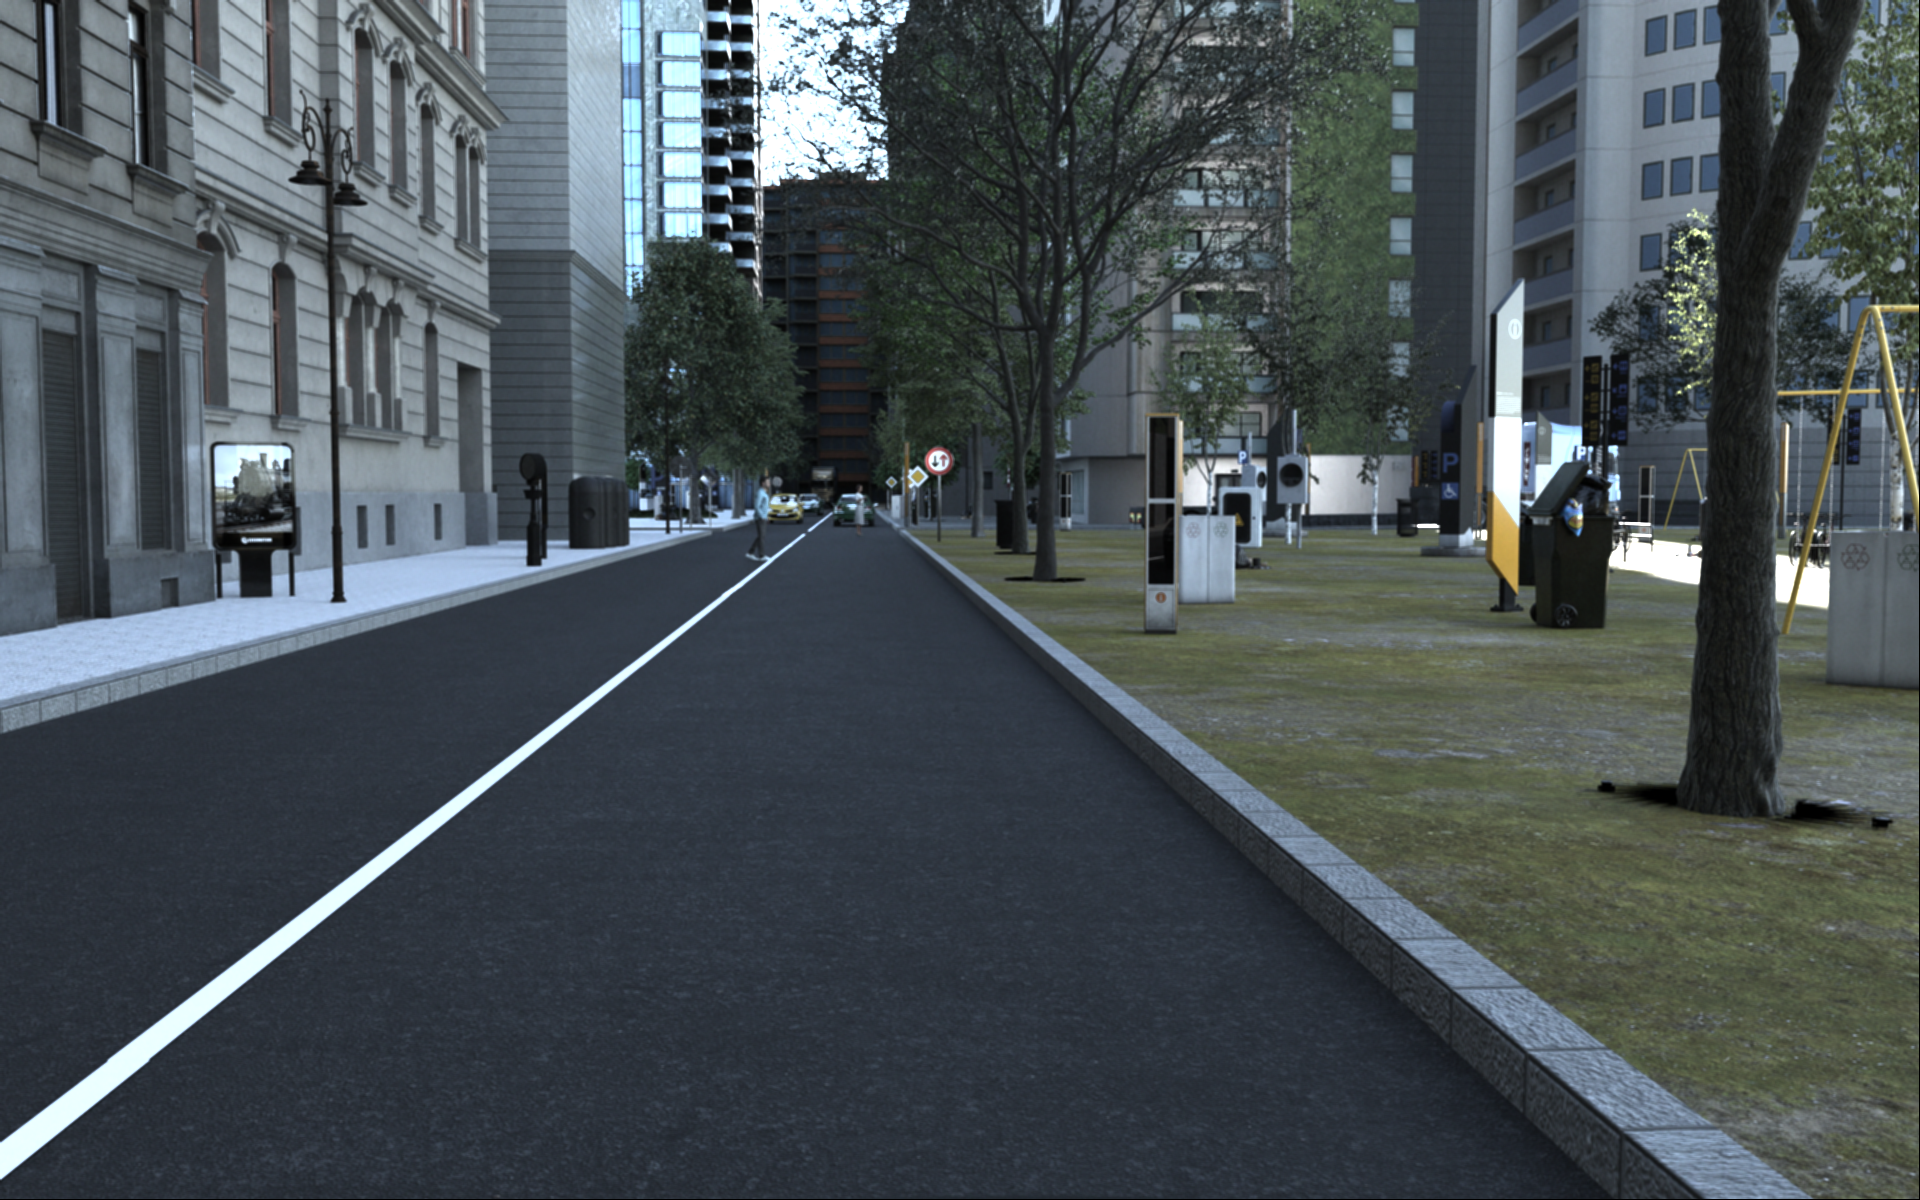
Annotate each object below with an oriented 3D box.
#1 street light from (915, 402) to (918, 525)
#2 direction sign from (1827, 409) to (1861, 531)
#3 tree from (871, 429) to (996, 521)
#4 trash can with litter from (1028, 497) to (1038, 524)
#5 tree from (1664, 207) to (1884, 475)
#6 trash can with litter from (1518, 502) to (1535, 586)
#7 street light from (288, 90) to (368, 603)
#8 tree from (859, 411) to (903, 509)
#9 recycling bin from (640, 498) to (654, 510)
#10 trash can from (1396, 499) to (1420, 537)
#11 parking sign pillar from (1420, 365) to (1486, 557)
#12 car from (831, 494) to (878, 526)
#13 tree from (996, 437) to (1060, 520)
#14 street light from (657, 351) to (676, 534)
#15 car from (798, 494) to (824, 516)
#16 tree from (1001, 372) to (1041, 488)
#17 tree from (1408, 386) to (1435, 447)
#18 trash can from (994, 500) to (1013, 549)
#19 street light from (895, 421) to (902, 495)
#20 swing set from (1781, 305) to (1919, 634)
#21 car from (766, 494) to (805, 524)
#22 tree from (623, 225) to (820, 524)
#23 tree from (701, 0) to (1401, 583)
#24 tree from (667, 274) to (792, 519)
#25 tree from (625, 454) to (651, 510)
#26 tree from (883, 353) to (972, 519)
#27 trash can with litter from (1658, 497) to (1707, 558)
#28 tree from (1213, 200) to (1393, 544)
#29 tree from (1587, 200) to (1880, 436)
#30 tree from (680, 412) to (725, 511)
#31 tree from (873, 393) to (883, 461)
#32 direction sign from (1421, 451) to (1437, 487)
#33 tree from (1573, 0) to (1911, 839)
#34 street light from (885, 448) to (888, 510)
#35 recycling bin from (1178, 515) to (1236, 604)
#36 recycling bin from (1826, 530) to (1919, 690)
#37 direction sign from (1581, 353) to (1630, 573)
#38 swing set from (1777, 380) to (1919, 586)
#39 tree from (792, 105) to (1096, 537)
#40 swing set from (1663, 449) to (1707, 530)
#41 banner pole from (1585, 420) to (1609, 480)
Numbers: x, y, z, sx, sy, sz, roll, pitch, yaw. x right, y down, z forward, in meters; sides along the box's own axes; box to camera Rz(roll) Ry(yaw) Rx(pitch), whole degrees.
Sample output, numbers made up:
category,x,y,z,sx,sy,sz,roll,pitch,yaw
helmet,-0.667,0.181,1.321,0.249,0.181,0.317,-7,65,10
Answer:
category,x,y,z,sx,sy,sz,roll,pitch,yaw
street light,-1.797,-6.025,71.302,0.468,5.910,1.993,0,4,-3
direction sign,23.577,-3.319,46.265,0.379,3.537,0.876,-3,4,-36
tree,-1.328,-6.029,82.293,4.285,4.588,4.351,0,3,0
trash can with litter,3.500,-3.877,74.781,1.055,1.170,0.624,-2,4,-24
tree,18.868,-5.595,41.841,4.360,8.622,3.978,0,3,0
trash can with litter,8.242,-0.789,24.293,1.055,1.170,0.624,2,4,32
street light,-7.382,-2.912,20.392,0.468,5.910,1.993,0,4,-3
tree,-6.569,-12.333,152.008,4.360,8.622,3.978,0,3,0
recycling bin,-18.977,-5.673,105.314,0.722,1.027,0.722,3,5,42
trash can,13.418,-2.462,51.912,0.748,1.137,0.748,0,3,0
parking sign pillar,10.287,-2.893,35.769,1.447,3.967,1.447,2,4,29
car,-4.764,-4.059,78.160,2.131,1.459,4.920,0,4,-2
tree,3.206,-6.279,86.367,4.285,4.588,4.351,0,3,0
street light,-9.468,-5.088,55.973,0.468,5.910,1.993,0,4,-3
car,-10.082,-6.332,115.326,2.131,1.459,4.920,0,4,-2
tree,4.640,-9.003,97.559,4.360,8.622,3.978,0,3,0
tree,20.764,-8.238,85.049,4.737,8.622,4.395,0,3,0
trash can,1.158,-1.768,40.561,0.748,1.137,0.748,0,3,0
street light,-3.827,-8.229,107.333,0.468,5.910,1.993,0,4,-3
swing set,9.063,-1.025,14.377,3.119,2.851,2.862,0,4,1
car,-8.538,-4.532,84.325,2.015,1.641,3.980,0,4,-3
tree,-11.506,-9.602,74.005,9.611,12.733,9.660,0,3,0
tree,1.376,-7.027,25.257,12.009,13.543,11.850,0,3,0
tree,-11.697,-10.490,89.633,7.486,12.596,7.792,0,3,0
tree,-26.313,-9.570,140.181,4.285,4.588,4.351,0,3,0
tree,-1.280,-8.423,88.080,4.737,8.622,4.395,0,3,0
trash can with litter,15.077,-1.483,35.313,1.678,1.210,2.233,2,4,26
tree,8.678,-5.744,44.271,4.360,8.622,3.978,0,3,0
tree,24.428,-7.333,54.308,8.767,10.594,7.601,0,3,0
tree,-17.131,-10.190,116.973,4.737,8.622,4.395,0,3,0
tree,-2.504,-8.928,96.341,4.737,8.622,4.395,0,3,0
direction sign,24.572,-6.041,90.763,0.876,3.537,0.379,-1,4,-11
tree,3.319,-4.950,6.684,9.928,11.665,9.643,0,3,0
street light,-6.074,-10.402,142.865,0.468,5.910,1.993,0,4,-3
recycling bin,2.800,-0.488,20.526,0.722,1.027,0.722,-1,4,-14
recycling bin,6.352,0.052,11.701,0.722,1.027,0.722,3,5,43
direction sign,10.530,-2.221,28.314,0.379,3.537,0.876,-2,4,-32
swing set,13.569,-1.732,25.940,3.119,2.851,2.862,2,4,25
tree,0.103,-8.149,51.358,7.486,12.596,7.792,0,3,0
swing set,26.421,-3.819,60.069,3.119,2.851,2.862,-1,4,-8
banner pole,18.884,-3.764,51.563,0.863,3.779,0.401,2,4,32
